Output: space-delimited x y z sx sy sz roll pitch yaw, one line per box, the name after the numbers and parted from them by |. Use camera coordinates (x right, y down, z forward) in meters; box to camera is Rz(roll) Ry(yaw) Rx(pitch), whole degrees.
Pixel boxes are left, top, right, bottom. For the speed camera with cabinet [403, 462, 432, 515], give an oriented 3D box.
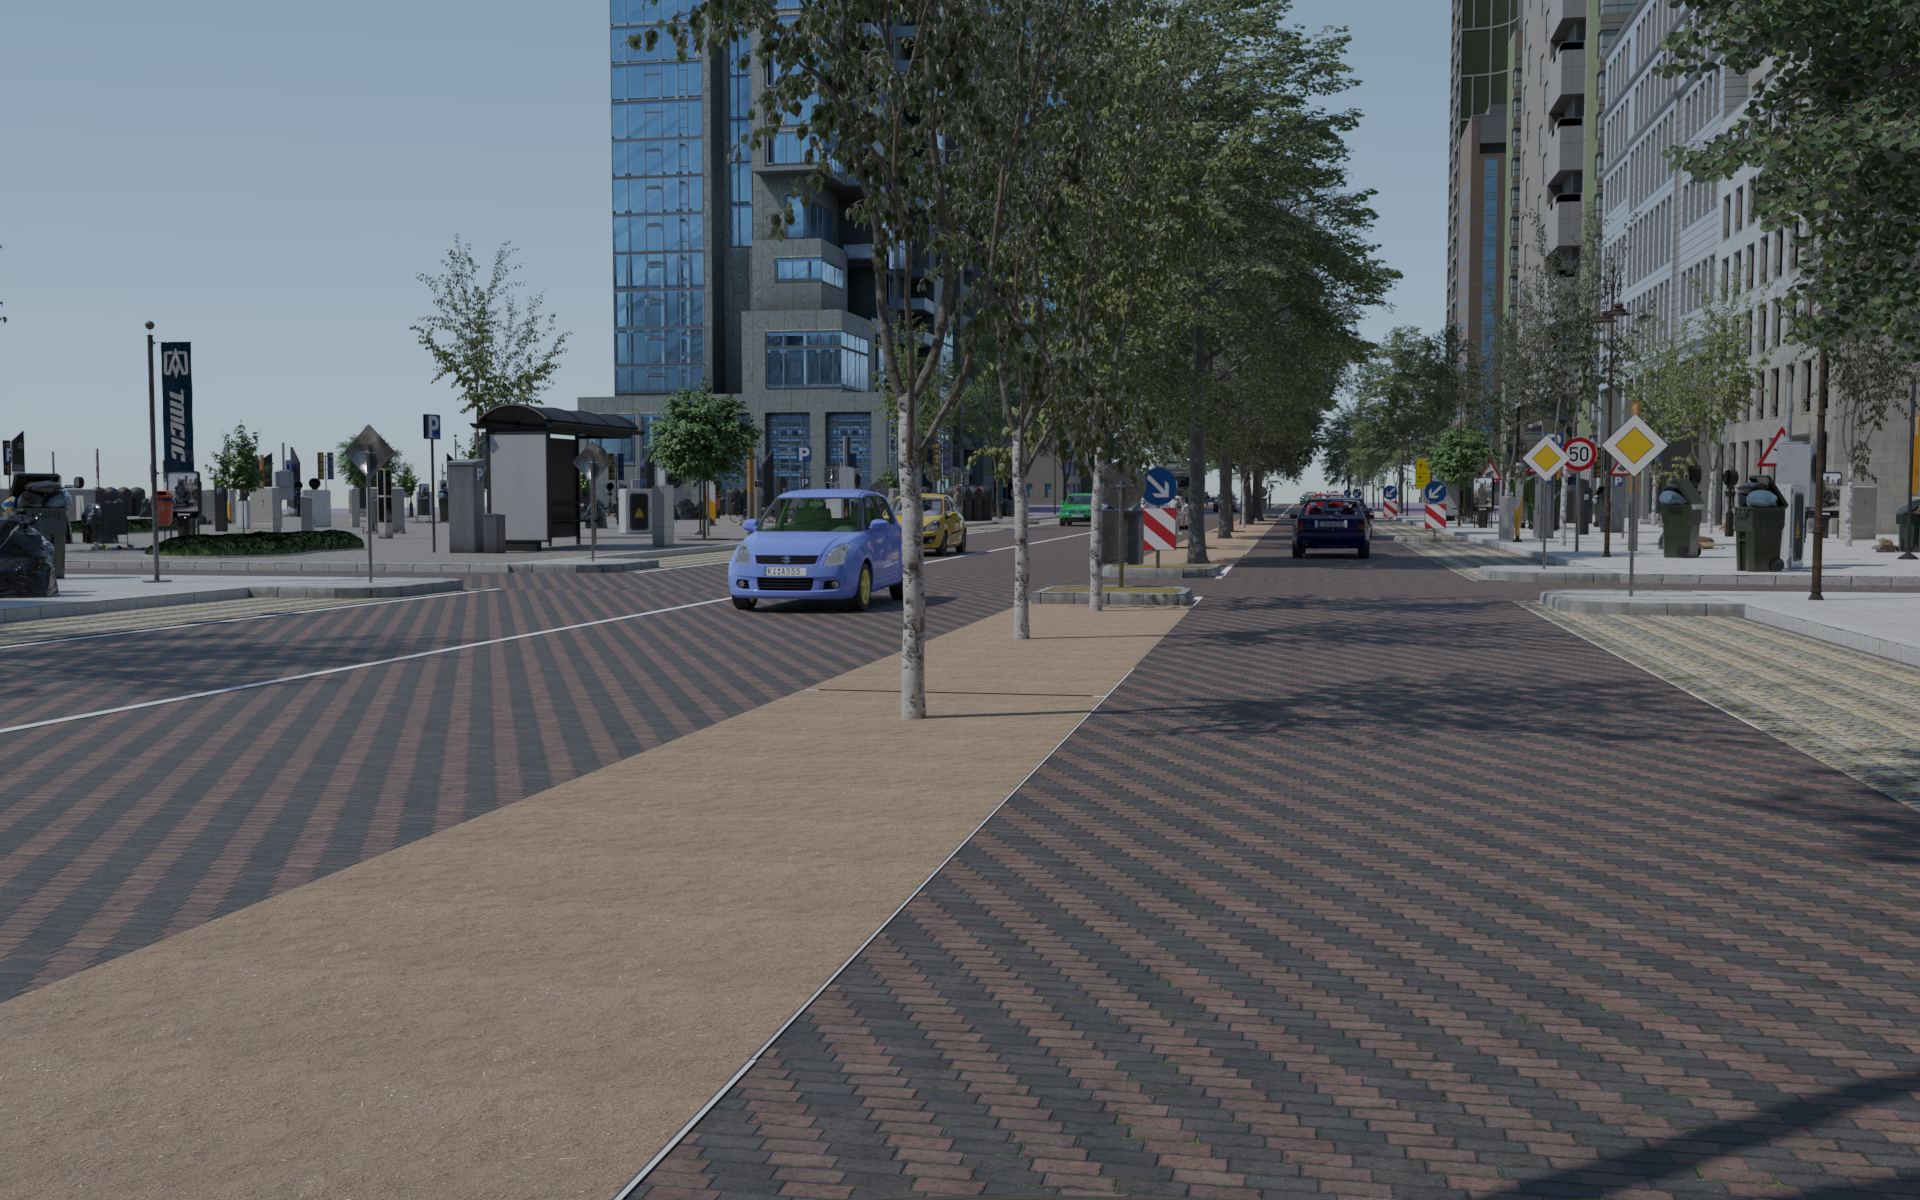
-33.838 -6.929 107.630 2.038 3.252 0.660 -2 4 -27 | speed camera with cabinet

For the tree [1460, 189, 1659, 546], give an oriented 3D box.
15.040 -5.659 42.888 4.360 8.622 3.978 0 3 0 | tree

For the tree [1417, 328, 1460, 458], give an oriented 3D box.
30.012 -12.100 115.964 7.486 12.596 7.792 0 3 0 | tree

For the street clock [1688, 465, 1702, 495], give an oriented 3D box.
18.330 -2.365 43.245 0.358 2.002 0.471 1 4 11 | street clock

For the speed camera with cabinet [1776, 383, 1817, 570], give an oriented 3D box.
14.473 -2.194 30.207 0.660 3.252 2.038 3 4 38 | speed camera with cabinet

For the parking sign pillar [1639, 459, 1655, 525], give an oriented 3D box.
29.571 -5.187 73.283 1.447 3.967 1.447 3 4 38 | parking sign pillar

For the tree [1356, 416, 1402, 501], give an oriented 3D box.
35.731 -12.016 146.826 4.360 8.622 3.978 0 3 0 | tree

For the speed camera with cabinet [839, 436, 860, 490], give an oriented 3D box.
-3.933 -3.930 58.598 0.660 3.252 2.038 1 4 15 | speed camera with cabinet

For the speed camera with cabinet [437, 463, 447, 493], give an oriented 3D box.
-33.881 -7.162 111.438 2.038 3.252 0.660 -3 4 -36 | speed camera with cabinet

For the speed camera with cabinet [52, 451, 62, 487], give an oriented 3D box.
-42.579 -5.232 79.877 2.038 3.252 0.660 -1 4 -21 | speed camera with cabinet

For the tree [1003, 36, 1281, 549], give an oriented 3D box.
6.124 -8.086 45.038 12.009 13.543 11.850 0 3 0 | tree

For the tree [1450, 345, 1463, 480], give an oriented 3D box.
18.141 -6.539 57.271 4.360 8.622 3.978 0 3 0 | tree

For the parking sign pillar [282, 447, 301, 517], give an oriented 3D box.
-37.846 -6.719 98.330 1.447 3.967 1.447 -3 4 -38 | parking sign pillar

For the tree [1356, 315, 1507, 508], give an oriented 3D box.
24.869 -9.523 90.116 7.601 10.594 8.767 1 4 10 | tree

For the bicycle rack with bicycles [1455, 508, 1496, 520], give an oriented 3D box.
25.402 -4.495 86.879 2.925 0.926 2.852 -1 4 -11 | bicycle rack with bicycles

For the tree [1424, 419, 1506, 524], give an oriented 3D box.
21.863 -5.577 74.898 4.285 4.588 4.351 0 3 0 | tree

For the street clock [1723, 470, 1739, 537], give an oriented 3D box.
23.081 -2.895 51.907 0.358 2.002 0.471 -1 4 -10 | street clock

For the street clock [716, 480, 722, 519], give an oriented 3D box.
-14.049 -5.773 98.962 0.358 2.002 0.471 3 4 37 | street clock

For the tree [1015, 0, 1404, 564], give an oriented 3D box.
4.873 -6.976 34.649 7.486 12.596 7.792 0 3 0 | tree

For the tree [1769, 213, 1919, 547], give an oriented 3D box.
21.980 -5.609 42.065 4.360 8.622 3.978 0 3 0 | tree

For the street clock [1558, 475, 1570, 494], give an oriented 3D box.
23.247 -3.802 66.730 0.471 2.002 0.358 -3 5 -42 | street clock

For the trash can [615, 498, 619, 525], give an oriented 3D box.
-13.377 -3.508 69.008 0.748 1.137 0.748 0 3 0 | trash can

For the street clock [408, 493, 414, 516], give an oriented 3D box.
-30.992 -5.700 97.770 0.358 2.002 0.471 1 4 9 | street clock

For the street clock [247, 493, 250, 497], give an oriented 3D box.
-48.197 -6.926 117.806 0.471 2.002 0.358 2 4 28 | street clock

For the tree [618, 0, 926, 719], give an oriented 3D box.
-0.325 -3.529 10.516 4.360 8.622 3.978 0 3 0 | tree

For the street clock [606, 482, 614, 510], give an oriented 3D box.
-21.730 -6.298 107.537 0.471 2.002 0.358 -2 4 -34 | street clock

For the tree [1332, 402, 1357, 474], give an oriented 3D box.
38.911 -13.941 162.345 8.767 10.594 7.601 1 4 20 | tree

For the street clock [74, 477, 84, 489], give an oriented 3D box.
-36.662 -4.131 72.115 0.471 2.002 0.358 3 4 36 | street clock

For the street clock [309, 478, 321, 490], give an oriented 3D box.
-29.090 -4.498 78.113 0.471 2.002 0.358 0 4 3 | street clock

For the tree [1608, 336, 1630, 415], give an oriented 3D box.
28.052 -7.267 69.172 4.737 8.622 4.395 0 3 0 | tree

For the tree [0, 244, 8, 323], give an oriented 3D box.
-22.981 -5.364 38.060 4.737 8.622 4.395 0 3 0 | tree

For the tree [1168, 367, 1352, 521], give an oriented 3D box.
15.610 -10.488 90.950 9.611 12.733 9.660 0 3 0 | tree

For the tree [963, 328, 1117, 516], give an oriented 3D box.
3.807 -10.791 102.194 9.928 11.665 9.643 0 3 0 | tree

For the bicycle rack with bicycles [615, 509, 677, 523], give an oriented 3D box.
-14.024 -3.942 77.827 2.925 0.926 2.852 -1 4 -22 | bicycle rack with bicycles

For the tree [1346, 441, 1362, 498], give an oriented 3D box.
43.543 -14.369 185.298 4.737 8.622 4.395 0 3 0 | tree

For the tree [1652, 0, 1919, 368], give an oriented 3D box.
9.413 -6.467 12.395 9.857 13.997 8.962 0 3 0 | tree

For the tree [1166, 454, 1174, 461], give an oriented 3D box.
23.060 -21.057 200.165 12.611 20.169 13.585 0 3 0 | tree

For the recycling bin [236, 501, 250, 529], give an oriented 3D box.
-26.156 -3.136 63.828 0.722 1.027 0.722 3 4 36 | recycling bin

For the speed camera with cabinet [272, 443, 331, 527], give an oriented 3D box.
-25.492 -4.447 67.049 2.038 3.252 0.660 -2 4 -34 | speed camera with cabinet

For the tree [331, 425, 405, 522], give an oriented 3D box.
-27.852 -5.963 81.207 4.285 4.588 4.351 0 3 0 | tree

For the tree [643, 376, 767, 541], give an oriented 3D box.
-7.113 -3.945 48.215 4.285 4.588 4.351 0 3 0 | tree

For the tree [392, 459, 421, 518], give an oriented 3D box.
-30.358 -6.150 95.153 1.663 3.219 1.824 0 3 0 | tree

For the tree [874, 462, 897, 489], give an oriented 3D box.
-4.390 -6.703 104.195 1.663 3.219 1.824 0 3 0 | tree

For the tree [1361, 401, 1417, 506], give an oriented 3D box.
33.938 -11.252 134.327 4.737 8.622 4.395 0 3 0 | tree

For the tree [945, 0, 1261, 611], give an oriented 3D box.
1.662 -4.173 21.049 4.737 8.622 4.395 0 3 0 | tree

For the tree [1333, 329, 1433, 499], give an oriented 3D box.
47.518 -20.964 198.656 12.611 20.169 13.585 0 3 0 | tree

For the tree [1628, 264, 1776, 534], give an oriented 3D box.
24.374 -6.474 56.213 4.737 8.622 4.395 0 3 0 | tree

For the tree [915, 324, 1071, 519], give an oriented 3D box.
1.921 -9.448 88.883 8.767 10.594 7.601 -2 4 -25 | tree

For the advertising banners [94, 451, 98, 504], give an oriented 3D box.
-34.270 -4.435 68.698 0.090 3.025 2.074 -2 4 -29 | advertising banners

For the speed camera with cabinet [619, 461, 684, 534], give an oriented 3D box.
-9.956 -3.763 55.856 2.038 3.252 0.660 -2 4 -35 | speed camera with cabinet

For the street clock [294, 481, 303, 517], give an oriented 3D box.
-36.874 -5.625 96.540 0.471 2.002 0.358 -2 4 -27 | street clock

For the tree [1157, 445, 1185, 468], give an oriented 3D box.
29.561 -18.078 229.991 8.767 10.594 7.601 3 5 40 | tree

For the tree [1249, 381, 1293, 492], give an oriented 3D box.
11.961 -7.333 72.712 4.360 8.622 3.978 0 3 0 | tree

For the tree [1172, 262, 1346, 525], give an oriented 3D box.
13.423 -10.492 80.654 9.857 13.997 8.962 0 3 0 | tree

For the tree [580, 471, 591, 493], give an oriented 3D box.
-17.845 -5.232 80.141 1.663 3.219 1.824 0 3 0 | tree

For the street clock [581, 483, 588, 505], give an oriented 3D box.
-18.534 -4.948 85.470 0.471 2.002 0.358 -2 4 -33 | street clock

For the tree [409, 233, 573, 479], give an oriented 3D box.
-13.562 -6.083 49.815 4.737 8.622 4.395 0 3 0 | tree

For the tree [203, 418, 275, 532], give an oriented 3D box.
-18.026 -3.007 43.772 1.663 3.219 1.824 0 3 0 | tree

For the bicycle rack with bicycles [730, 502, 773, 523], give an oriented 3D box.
-8.742 -3.869 76.642 2.925 0.926 2.852 0 4 0 | bicycle rack with bicycles

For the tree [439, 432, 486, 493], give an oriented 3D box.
-15.096 -3.628 53.927 1.663 3.219 1.824 0 3 0 | tree
